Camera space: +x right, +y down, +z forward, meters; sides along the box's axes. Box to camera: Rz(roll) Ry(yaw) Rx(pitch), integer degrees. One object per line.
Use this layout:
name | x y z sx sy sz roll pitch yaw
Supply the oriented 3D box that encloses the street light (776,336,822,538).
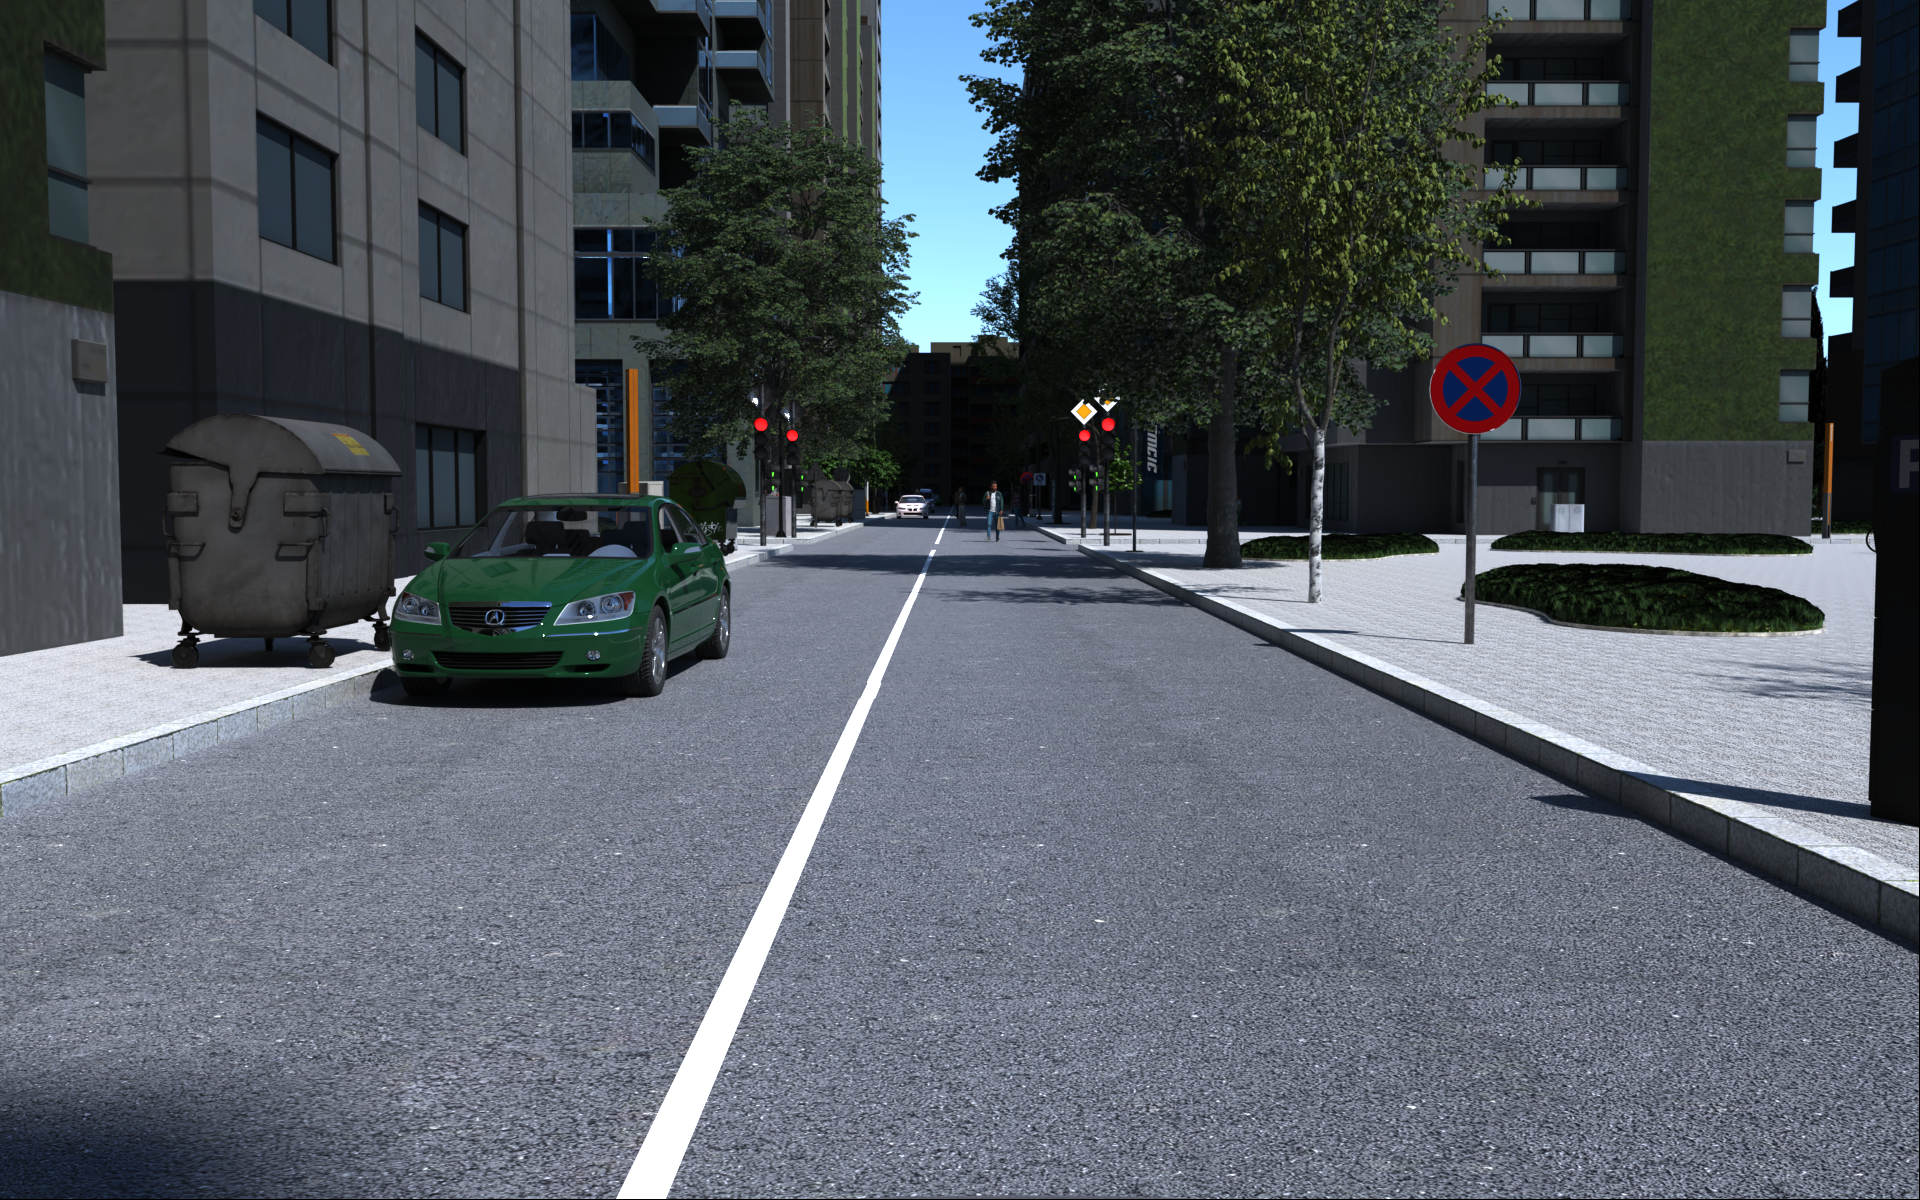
street light | -4.764 -4.805 51.097 1.470 5.913 1.316 0 3 0

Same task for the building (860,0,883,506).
building | -22.669 -39.482 187.534 28.212 58.520 21.231 0 3 0

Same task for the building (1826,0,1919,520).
building | 40.987 -25.056 59.774 14.200 45.320 14.600 0 3 0

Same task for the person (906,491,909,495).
person | -6.191 -11.879 201.735 0.415 1.643 0.593 -3 4 -38

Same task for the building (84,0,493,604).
building | -18.768 -36.081 28.184 20.611 71.187 20.563 0 3 0

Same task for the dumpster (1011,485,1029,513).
dumpster | 4.022 -6.679 114.952 1.264 1.857 1.865 0 3 0

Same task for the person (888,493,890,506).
person | -7.556 -10.886 184.833 0.445 1.727 0.742 -3 5 -44

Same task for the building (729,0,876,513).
building | -14.496 -28.324 146.688 14.154 41.232 14.086 0 3 0

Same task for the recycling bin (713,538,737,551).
recycling bin | -5.502 -1.618 39.004 0.722 1.027 0.722 2 4 30

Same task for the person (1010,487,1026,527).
person | 2.497 -4.006 74.832 0.643 1.720 0.563 2 4 28

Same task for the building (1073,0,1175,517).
building | 19.685 -29.995 110.025 23.786 49.044 30.456 0 3 0

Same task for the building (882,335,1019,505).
building | 4.319 -23.271 225.517 28.899 21.520 27.650 0 3 0

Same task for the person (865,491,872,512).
person | -6.920 -7.414 127.396 1.348 1.807 0.705 2 4 34

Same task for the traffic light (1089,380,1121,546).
traffic light | 3.610 -3.293 42.755 0.839 4.253 0.868 0 3 0

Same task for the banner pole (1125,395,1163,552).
banner pole | 4.074 -2.941 38.104 0.863 3.779 0.401 1 4 19

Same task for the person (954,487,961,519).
person | -0.067 -5.584 99.717 0.656 1.842 0.836 1 4 19

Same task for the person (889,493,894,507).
person | -7.041 -10.515 178.056 0.705 1.812 1.348 -1 4 -18

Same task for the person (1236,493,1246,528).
person | 10.455 -3.333 64.782 0.590 1.304 0.306 -1 4 -22

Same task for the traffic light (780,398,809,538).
traffic light | -4.856 -3.780 50.719 0.839 4.253 0.868 0 3 0

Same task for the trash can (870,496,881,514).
trash can | -5.560 -6.251 113.859 0.748 1.137 0.748 0 3 0

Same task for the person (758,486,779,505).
person | -6.199 -3.041 56.114 0.716 1.782 0.532 0 4 7

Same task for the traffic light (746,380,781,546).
traffic light | -4.851 -3.291 42.734 0.839 4.253 0.868 0 3 0

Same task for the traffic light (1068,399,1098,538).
traffic light | 3.605 -3.781 50.740 0.839 4.253 0.868 0 3 0

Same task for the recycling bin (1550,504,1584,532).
recycling bin | 15.131 -1.874 43.188 0.722 1.027 0.722 1 4 11

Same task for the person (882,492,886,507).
person | -7.466 -10.174 173.322 0.756 1.711 0.436 -2 4 -28

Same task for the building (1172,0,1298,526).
building | 16.058 -18.560 75.164 14.160 30.474 14.107 0 3 0

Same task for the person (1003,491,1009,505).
person | 5.157 -11.570 195.074 0.709 1.838 0.599 1 4 9

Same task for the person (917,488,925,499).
person | -2.695 -6.659 117.333 0.822 1.834 0.622 2 4 25

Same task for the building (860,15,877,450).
building | -15.030 -31.227 160.679 14.600 45.320 14.200 0 3 0

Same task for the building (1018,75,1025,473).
building | 17.387 -34.491 187.622 21.300 48.544 21.600 0 3 0

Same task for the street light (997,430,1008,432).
street light | 3.405 -9.379 125.887 1.470 5.913 1.316 0 3 0

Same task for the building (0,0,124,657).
building | -14.570 -14.444 7.861 14.160 30.474 14.107 0 3 0

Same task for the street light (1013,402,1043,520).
street light | 3.435 -6.963 86.390 1.470 5.913 1.316 0 3 0

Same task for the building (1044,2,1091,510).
building | 17.592 -33.172 166.062 21.300 48.544 21.600 0 3 0

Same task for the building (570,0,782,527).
building | -19.234 -46.948 80.276 22.319 86.520 31.000 0 3 0

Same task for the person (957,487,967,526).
person | 0.061 -4.200 77.713 0.362 1.759 0.519 -3 4 -36

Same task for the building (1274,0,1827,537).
building | 18.845 -22.902 58.045 14.086 41.232 14.154 0 3 0

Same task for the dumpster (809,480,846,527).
dumpster | -5.299 -3.837 68.496 1.264 1.857 1.865 0 3 0

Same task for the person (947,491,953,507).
person | -1.128 -11.501 197.223 0.721 1.739 1.217 -3 4 -38

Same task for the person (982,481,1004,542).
person | 1.043 -2.644 51.711 0.794 1.824 0.713 1 4 18

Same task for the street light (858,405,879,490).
street light | -4.741 -7.201 90.274 1.470 5.913 1.316 0 3 0

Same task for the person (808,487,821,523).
person | -6.439 -4.387 78.110 0.721 1.781 0.623 1 4 21
